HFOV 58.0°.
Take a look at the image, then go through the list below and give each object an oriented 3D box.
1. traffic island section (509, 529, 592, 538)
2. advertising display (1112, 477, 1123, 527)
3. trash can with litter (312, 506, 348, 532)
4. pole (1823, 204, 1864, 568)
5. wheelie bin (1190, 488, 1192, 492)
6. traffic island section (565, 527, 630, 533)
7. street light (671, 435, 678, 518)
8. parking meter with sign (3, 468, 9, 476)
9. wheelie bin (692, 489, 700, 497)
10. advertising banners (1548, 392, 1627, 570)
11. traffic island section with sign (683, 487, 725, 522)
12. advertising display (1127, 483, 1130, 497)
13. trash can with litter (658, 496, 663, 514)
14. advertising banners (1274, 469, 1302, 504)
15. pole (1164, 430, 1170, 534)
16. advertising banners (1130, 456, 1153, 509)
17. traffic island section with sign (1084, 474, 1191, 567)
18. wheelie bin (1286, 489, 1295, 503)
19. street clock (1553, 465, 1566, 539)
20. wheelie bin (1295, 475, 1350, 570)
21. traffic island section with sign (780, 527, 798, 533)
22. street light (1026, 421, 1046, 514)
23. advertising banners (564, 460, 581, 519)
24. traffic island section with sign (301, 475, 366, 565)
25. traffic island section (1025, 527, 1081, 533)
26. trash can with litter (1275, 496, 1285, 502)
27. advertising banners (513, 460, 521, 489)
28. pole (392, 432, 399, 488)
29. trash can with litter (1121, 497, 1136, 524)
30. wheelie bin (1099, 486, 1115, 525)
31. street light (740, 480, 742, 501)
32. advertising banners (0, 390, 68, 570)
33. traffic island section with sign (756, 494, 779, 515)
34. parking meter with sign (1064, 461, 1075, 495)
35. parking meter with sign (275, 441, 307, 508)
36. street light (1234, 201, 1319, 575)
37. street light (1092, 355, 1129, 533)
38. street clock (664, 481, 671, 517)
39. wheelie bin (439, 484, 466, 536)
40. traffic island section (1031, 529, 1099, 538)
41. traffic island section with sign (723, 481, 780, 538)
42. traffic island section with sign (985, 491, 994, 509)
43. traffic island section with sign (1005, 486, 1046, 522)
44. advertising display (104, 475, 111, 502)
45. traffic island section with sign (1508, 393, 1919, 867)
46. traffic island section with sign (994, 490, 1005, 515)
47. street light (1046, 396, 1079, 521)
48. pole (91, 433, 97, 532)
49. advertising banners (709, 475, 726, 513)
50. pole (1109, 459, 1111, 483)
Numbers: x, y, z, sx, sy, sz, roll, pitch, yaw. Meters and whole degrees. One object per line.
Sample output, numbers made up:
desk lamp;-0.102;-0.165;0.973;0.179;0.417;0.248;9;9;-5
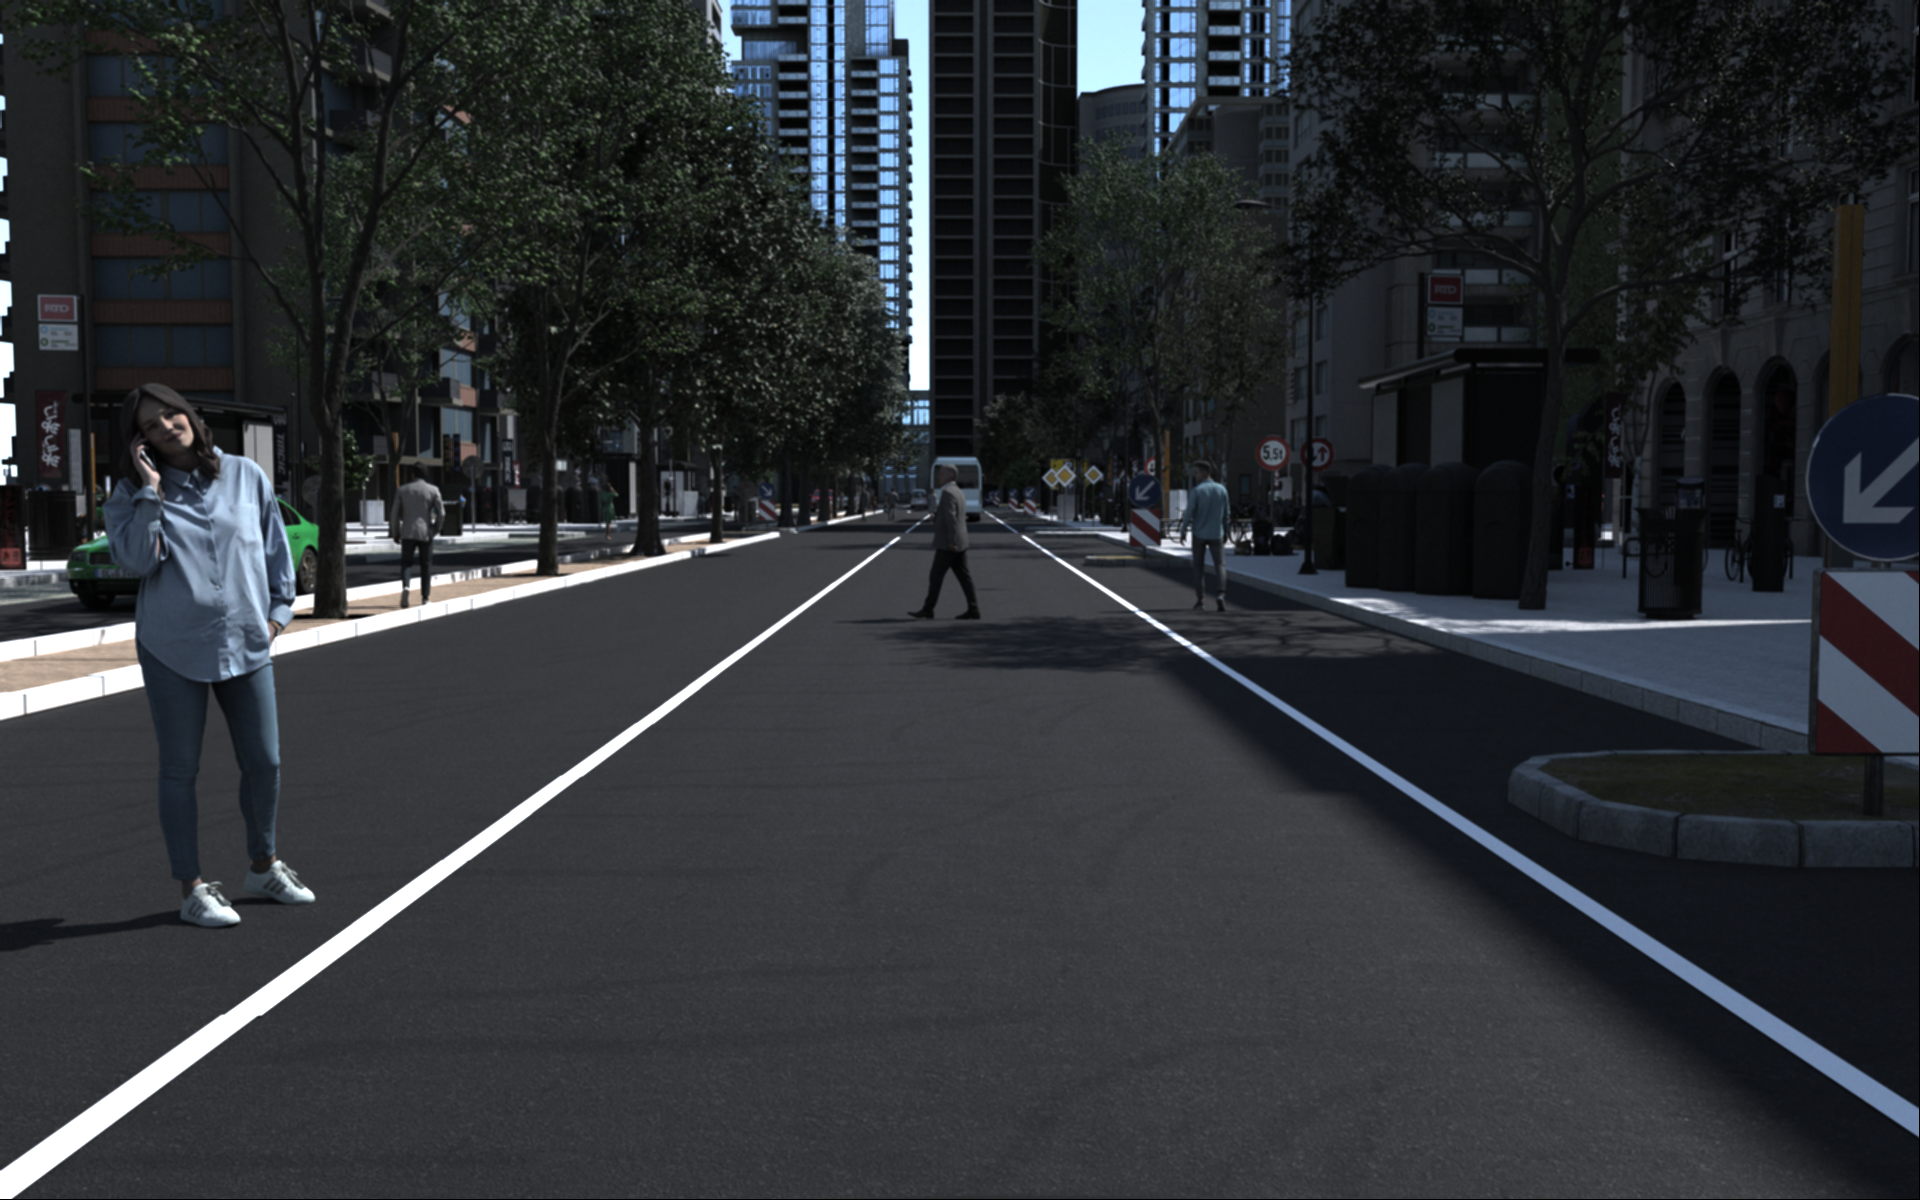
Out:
traffic island section;-13.642;-2.157;57.547;2.009;0.180;2.903;0;3;0
advertising display;6.153;-3.813;67.558;0.123;1.923;0.974;-1;4;-13
trash can with litter;-21.085;-2.851;58.001;0.624;1.170;1.055;2;4;27
pole;6.285;-1.132;12.345;0.158;3.312;0.155;0;3;0
wheelie bin;11.747;-4.746;85.497;0.980;1.594;0.693;1;4;20
traffic island section;-13.648;-2.645;65.532;2.009;0.180;2.903;0;3;0
street light;-15.034;-7.451;94.368;1.470;5.913;1.316;0;3;0
parking meter with sign;-63.930;-7.403;117.303;1.738;3.016;0.543;2;4;25
wheelie bin;-16.669;-6.244;109.993;0.980;1.594;0.693;-1;4;-11
advertising banners;10.620;-2.035;29.466;2.074;3.025;0.090;-2;4;-29
traffic island section with sign;-13.353;-5.016;90.639;1.989;1.847;2.006;0;3;0
advertising display;8.680;-5.298;91.841;0.974;1.923;0.123;3;4;38
trash can with litter;-19.360;-6.034;109.709;2.233;1.210;1.678;-1;4;-8
advertising banners;19.110;-6.376;100.439;2.074;3.025;0.090;1;4;9
pole;6.616;-3.765;55.395;0.158;3.312;0.155;0;3;0
advertising banners;8.639;-5.079;79.229;2.074;3.025;0.090;-2;4;-26
traffic island section with sign;3.531;-1.605;34.865;1.989;1.847;2.006;0;3;0
wheelie bin;18.877;-5.534;98.391;0.693;1.594;0.980;1;4;11
street clock;15.148;-2.381;43.503;0.471;2.002;0.358;2;4;30
wheelie bin;6.338;-1.316;29.428;0.980;1.594;0.693;-2;4;-35
traffic island section with sign;-7.189;-3.490;65.193;2.006;1.907;1.989;0;3;0
street light;4.954;-8.424;110.273;1.470;5.913;1.316;0;3;0
advertising banners;-20.011;-5.575;87.335;2.074;3.025;0.090;0;4;-8
traffic island section with sign;-13.294;-1.636;35.382;1.989;1.847;2.006;0;3;0
traffic island section;3.493;-2.646;65.541;2.009;0.180;2.903;0;3;0
trash can with litter;17.356;-4.970;92.639;1.055;1.170;0.624;3;5;40
advertising banners;-22.613;-5.773;90.577;0.090;3.025;2.074;2;4;30
pole;-18.681;-3.885;57.357;0.158;3.312;0.155;0;3;0
trash can with litter;7.062;-3.872;74.693;1.055;1.170;0.624;-3;5;-43
wheelie bin;6.187;-3.901;71.684;0.980;1.594;0.693;-1;4;-17
street light;-15.080;-9.230;123.449;1.470;5.913;1.316;0;3;0
advertising banners;-16.059;-2.017;29.173;2.074;3.025;0.090;0;4;-4
traffic island section with sign;-13.360;-6.665;117.595;1.989;1.847;2.006;0;3;0
parking meter with sign;5.769;-5.780;90.771;0.543;3.016;1.738;0;4;-1
parking meter with sign;-22.495;-3.722;57.116;1.738;3.016;0.543;-3;4;-36
street light;5.036;-3.366;27.580;1.470;5.913;1.316;0;3;0
street light;4.962;-5.192;57.430;1.470;5.913;1.316;0;3;0
street clock;-16.495;-5.698;97.729;0.358;2.002;0.471;-2;4;-29
wheelie bin;-15.554;-2.751;52.885;0.980;1.594;0.693;0;4;-4
traffic island section;3.500;-2.158;57.556;2.009;0.180;2.903;0;3;0
traffic island section with sign;-7.193;-3.037;57.786;2.006;1.907;1.989;0;3;0
traffic island section with sign;3.421;-9.742;167.915;1.989;1.847;2.006;0;3;0
traffic island section with sign;3.486;-4.985;90.140;1.989;1.847;2.006;0;3;0
advertising display;-28.189;-3.239;58.169;0.974;1.923;0.123;-3;4;-38
traffic island section with sign;3.548;0.063;7.594;1.989;1.847;2.006;0;3;0
traffic island section with sign;3.457;-6.634;117.095;1.989;1.847;2.006;0;3;0
street light;4.920;-6.645;81.192;1.470;5.913;1.316;0;3;0
pole;-29.001;-3.917;57.887;0.158;3.312;0.155;0;3;0
advertising banners;-16.832;-7.429;117.656;2.074;3.025;0.090;0;4;1
pole;8.625;-6.453;99.346;0.158;3.312;0.155;0;3;0
